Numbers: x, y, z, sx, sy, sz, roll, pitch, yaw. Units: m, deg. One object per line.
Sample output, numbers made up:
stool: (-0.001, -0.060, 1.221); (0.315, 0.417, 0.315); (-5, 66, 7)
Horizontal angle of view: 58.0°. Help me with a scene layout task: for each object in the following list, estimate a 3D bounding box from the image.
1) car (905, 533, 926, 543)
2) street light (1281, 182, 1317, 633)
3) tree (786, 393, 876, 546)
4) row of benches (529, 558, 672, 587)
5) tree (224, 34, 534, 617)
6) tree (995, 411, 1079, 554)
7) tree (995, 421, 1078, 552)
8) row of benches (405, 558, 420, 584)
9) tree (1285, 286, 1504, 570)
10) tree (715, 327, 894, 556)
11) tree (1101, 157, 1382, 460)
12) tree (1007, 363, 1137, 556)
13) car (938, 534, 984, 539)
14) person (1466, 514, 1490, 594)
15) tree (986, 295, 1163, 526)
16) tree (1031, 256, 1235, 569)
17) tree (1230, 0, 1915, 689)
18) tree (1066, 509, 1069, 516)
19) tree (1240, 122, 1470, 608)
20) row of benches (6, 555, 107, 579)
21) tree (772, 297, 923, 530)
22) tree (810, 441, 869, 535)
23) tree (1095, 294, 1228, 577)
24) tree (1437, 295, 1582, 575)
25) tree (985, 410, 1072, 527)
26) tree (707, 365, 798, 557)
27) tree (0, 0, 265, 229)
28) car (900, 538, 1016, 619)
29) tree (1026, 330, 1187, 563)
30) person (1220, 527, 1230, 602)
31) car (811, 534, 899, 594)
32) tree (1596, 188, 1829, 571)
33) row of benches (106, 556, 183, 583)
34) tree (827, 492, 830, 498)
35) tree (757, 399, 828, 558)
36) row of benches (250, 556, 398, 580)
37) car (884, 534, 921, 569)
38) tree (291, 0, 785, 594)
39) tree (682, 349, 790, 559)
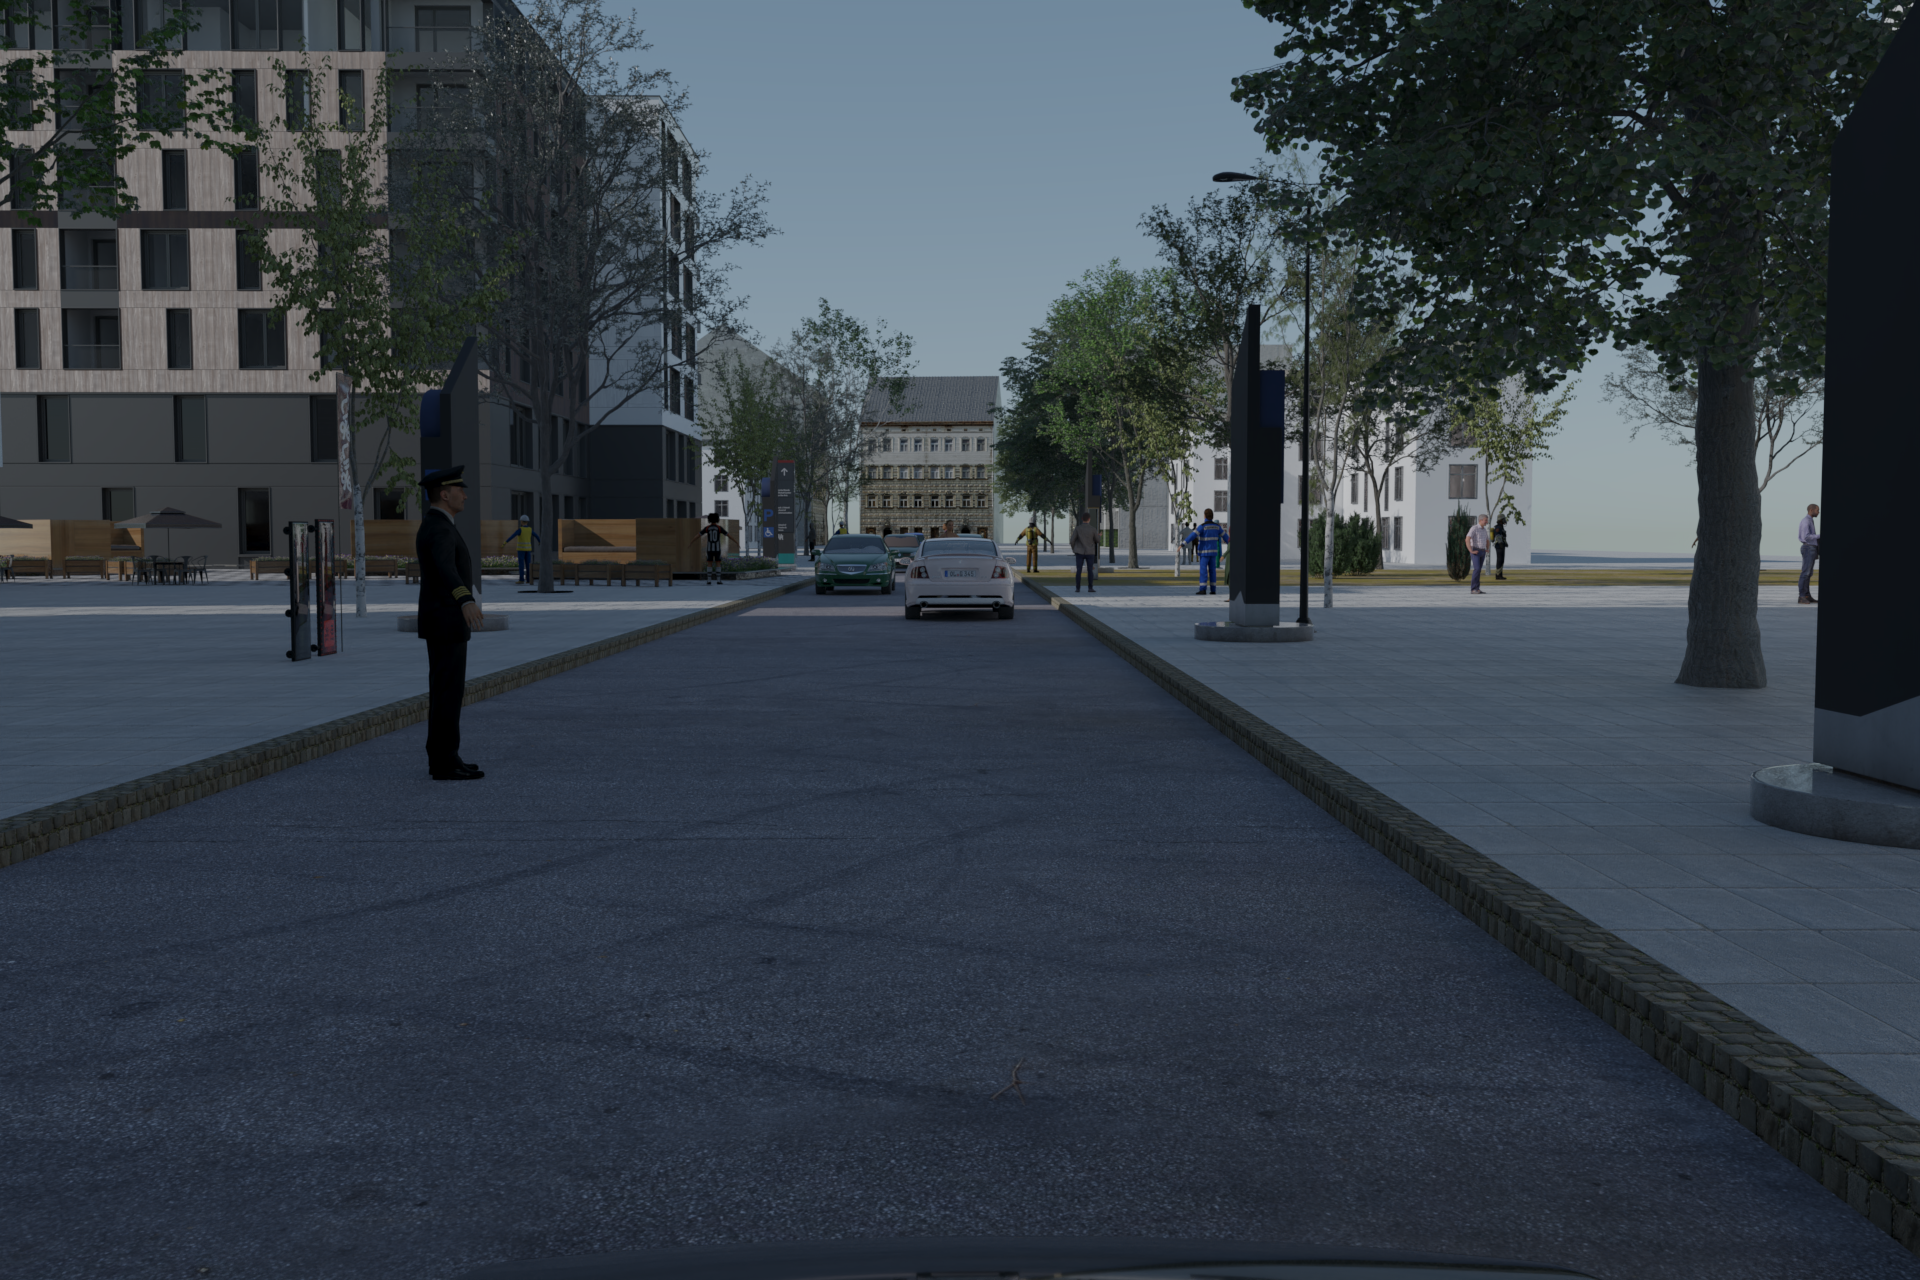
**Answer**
car: (-2.705, -5.596, 101.086); (1.945, 1.707, 3.694); (0, 4, 0)
street light: (5.017, -3.048, 22.375); (1.470, 5.913, 1.316); (0, 4, 0)
tree: (-9.160, -11.068, 115.369); (7.601, 10.594, 8.767); (-2, 4, -32)
row of benches: (-8.858, -1.680, 42.935); (4.104, 0.672, 1.422); (2, 4, 27)
tree: (-8.995, -4.652, 26.422); (4.737, 8.622, 4.395); (0, 3, 0)
tree: (5.868, -10.942, 113.312); (8.767, 10.594, 7.601); (2, 4, 32)
tree: (6.351, -11.662, 125.081); (8.767, 10.594, 7.601); (2, 4, 32)
row of benches: (-14.096, -1.875, 46.116); (1.422, 0.672, 4.104); (0, 4, -7)
tree: (15.344, -7.853, 62.816); (8.767, 10.594, 7.601); (1, 4, 16)
tree: (-9.094, -11.730, 102.161); (12.009, 13.543, 11.850); (0, 3, 0)
tree: (7.054, -6.591, 42.180); (7.601, 10.594, 8.767); (-3, 4, -36)
tree: (6.747, -10.685, 100.448); (9.928, 11.665, 9.643); (0, 3, 0)
car: (0.022, -2.198, 47.742); (2.131, 1.459, 4.920); (0, 4, -1)
person: (11.189, -1.849, 37.208); (0.756, 1.711, 0.436); (-2, 4, -29)
tree: (6.248, -11.163, 89.172); (9.857, 13.997, 8.962); (0, 3, 0)
tree: (6.498, -8.453, 63.967); (9.928, 11.665, 9.643); (0, 3, 0)
tree: (6.382, -6.580, 14.232); (9.857, 13.997, 8.962); (0, 3, 0)
tree: (17.851, -20.106, 239.109); (12.009, 13.543, 11.850); (0, 3, 0)
tree: (6.168, -4.855, 29.738); (4.360, 8.622, 3.978); (0, 3, 0)
row of benches: (-26.461, -2.079, 49.447); (4.104, 0.672, 1.422); (-1, 4, -16)
tree: (-8.959, -17.224, 137.495); (12.611, 20.169, 13.585); (0, 3, 0)
tree: (-9.312, -10.651, 124.509); (4.360, 8.622, 3.978); (0, 3, 0)
tree: (6.370, -6.216, 52.001); (4.737, 8.622, 4.395); (0, 3, 0)
tree: (16.702, -6.323, 53.748); (4.737, 8.622, 4.395); (0, 3, 0)
tree: (5.639, -13.484, 138.591); (7.486, 12.596, 7.792); (0, 3, 0)
tree: (-8.639, -7.556, 73.900); (4.737, 8.622, 4.395); (0, 3, 0)
tree: (-8.185, -5.292, 12.273); (9.928, 11.665, 9.643); (0, 3, 0)
car: (-0.032, -1.108, 30.477); (2.083, 1.381, 4.827); (0, 4, -1)
tree: (6.385, -8.655, 75.921); (7.601, 10.594, 8.767); (-1, 4, -22)
person: (5.084, -1.436, 32.698); (0.599, 1.438, 0.989); (2, 4, 24)
car: (-2.539, -1.885, 42.618); (2.131, 1.459, 4.920); (0, 4, 0)
tree: (27.850, -9.178, 60.424); (12.009, 13.543, 11.850); (0, 3, 0)
row of benches: (-22.202, -1.931, 47.029); (1.422, 0.672, 4.104); (-3, 5, -44)
tree: (-22.316, -19.798, 234.061); (12.009, 13.543, 11.850); (0, 3, 0)
tree: (-8.740, -8.735, 93.181); (4.360, 8.622, 3.978); (0, 3, 0)
row of benches: (-18.168, -2.071, 49.316); (4.104, 0.672, 1.422); (-2, 4, -35)
car: (-2.209, -3.372, 64.913); (2.009, 1.686, 4.222); (0, 4, 0)
tree: (-8.890, -7.771, 37.419); (12.009, 13.543, 11.850); (0, 3, 0)
tree: (-8.548, -7.207, 68.201); (4.737, 8.622, 4.395); (0, 3, 0)
